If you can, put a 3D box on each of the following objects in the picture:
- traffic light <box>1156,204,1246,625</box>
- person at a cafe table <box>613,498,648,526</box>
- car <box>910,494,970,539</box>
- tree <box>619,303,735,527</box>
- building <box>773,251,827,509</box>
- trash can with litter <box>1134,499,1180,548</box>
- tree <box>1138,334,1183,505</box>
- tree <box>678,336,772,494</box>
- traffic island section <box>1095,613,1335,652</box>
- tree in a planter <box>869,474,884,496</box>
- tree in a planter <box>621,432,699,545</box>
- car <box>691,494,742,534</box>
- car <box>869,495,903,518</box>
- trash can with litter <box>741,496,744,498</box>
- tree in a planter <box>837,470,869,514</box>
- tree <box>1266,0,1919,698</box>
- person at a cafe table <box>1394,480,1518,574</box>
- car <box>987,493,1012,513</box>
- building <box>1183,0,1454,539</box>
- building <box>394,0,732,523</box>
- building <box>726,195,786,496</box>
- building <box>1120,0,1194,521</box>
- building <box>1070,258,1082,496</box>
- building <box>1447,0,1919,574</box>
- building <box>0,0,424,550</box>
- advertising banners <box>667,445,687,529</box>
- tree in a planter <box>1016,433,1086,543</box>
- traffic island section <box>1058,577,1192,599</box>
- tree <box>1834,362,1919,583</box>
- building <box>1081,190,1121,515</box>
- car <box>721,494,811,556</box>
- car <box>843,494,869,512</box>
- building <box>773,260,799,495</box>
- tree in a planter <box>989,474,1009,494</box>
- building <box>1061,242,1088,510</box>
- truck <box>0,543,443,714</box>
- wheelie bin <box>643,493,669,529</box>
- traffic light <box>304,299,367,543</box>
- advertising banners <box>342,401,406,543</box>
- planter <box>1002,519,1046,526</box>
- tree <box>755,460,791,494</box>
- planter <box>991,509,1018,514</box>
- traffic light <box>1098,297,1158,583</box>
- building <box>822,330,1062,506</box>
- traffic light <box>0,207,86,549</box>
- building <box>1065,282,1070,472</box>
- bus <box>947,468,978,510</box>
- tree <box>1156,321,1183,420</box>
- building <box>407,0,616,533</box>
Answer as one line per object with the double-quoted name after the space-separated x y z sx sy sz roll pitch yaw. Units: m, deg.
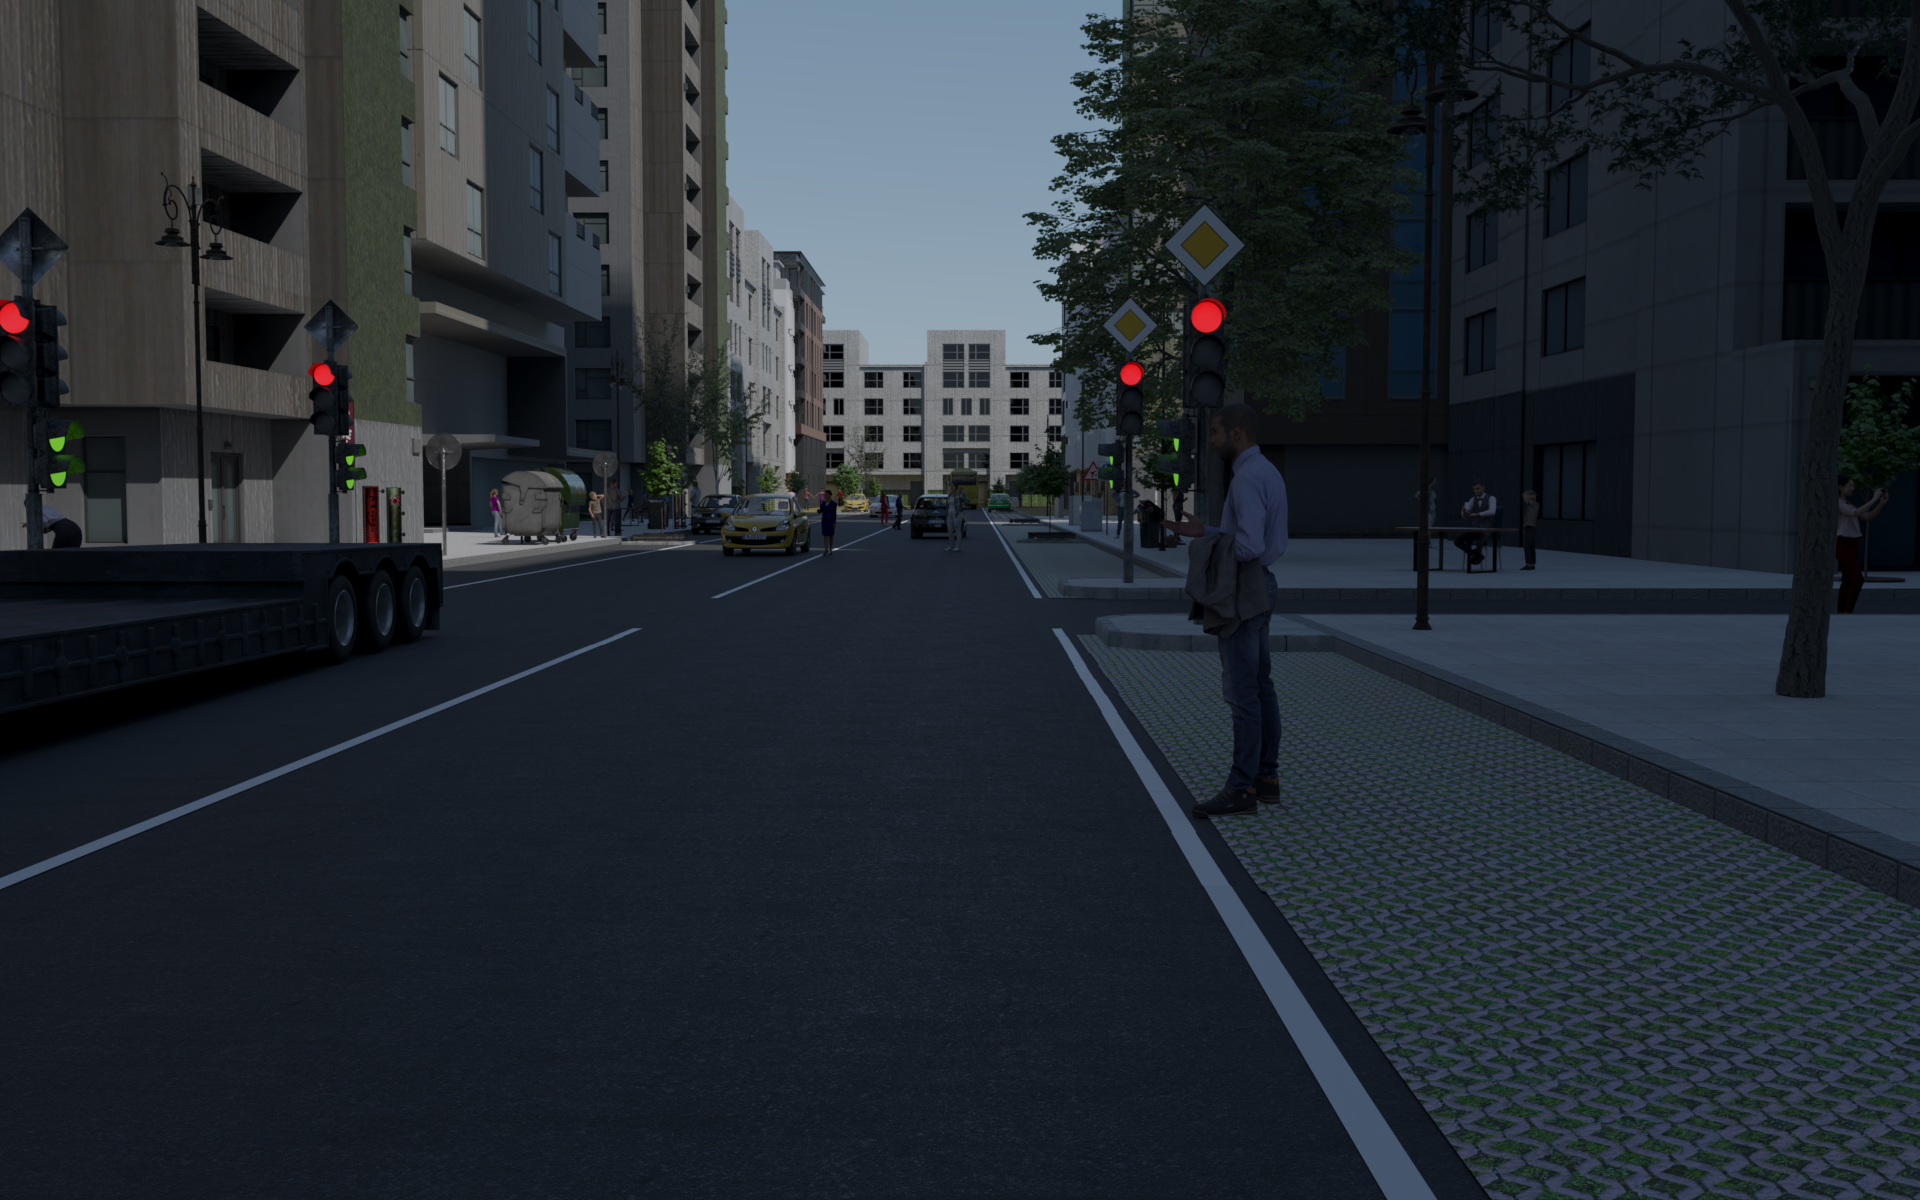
2.352 -1.714 16.946 0.839 4.253 0.868 0 4 0 "traffic light"
-13.076 -3.593 69.605 1.726 1.238 1.698 0 4 6 "person at a cafe table"
-0.680 -2.886 56.971 2.009 1.686 4.222 0 4 2 "car"
-11.220 -7.154 67.336 4.360 8.622 3.978 0 3 0 "tree"
-29.520 -19.317 159.802 32.646 21.610 27.936 0 4 0 "building"
4.691 -1.828 41.269 1.055 1.170 0.624 -2 4 -30 "trash can with litter"
9.092 -7.823 78.264 4.737 8.622 4.395 0 3 0 "tree"
-11.214 -8.003 81.208 4.737 8.622 4.395 0 3 0 "tree"
2.392 0.319 17.060 2.009 0.180 2.903 0 4 0 "traffic island section"
-7.729 -9.702 155.857 1.991 3.239 1.994 0 4 0 "tree in a planter"
-8.566 -3.209 49.692 1.991 3.239 1.994 0 4 0 "tree in a planter"
-8.645 -3.237 62.718 2.009 1.686 4.222 0 4 1 "car"
-4.546 -5.802 107.218 2.083 1.381 4.827 0 4 2 "car"
-10.821 -4.646 87.352 0.624 1.170 1.055 1 4 16 "trash can with litter"
-7.953 -7.955 127.291 1.991 3.239 1.994 0 4 0 "tree in a planter"
5.285 -4.645 10.359 8.767 10.594 7.601 0 4 7 "tree"
8.388 -1.233 28.680 1.622 1.524 1.698 -3 5 -40 "person at a cafe table"
3.047 -7.631 133.570 1.959 1.807 4.718 0 4 2 "car"
14.991 -24.758 54.901 14.600 45.320 14.200 0 4 0 "building"
-20.168 -19.561 91.523 14.160 30.474 14.107 0 4 0 "building"
-21.836 -15.290 116.448 16.747 18.905 31.486 0 4 0 "building"
15.112 -24.739 88.080 14.154 41.232 14.086 0 4 0 "building"
16.283 -16.258 122.245 16.016 20.091 11.380 0 4 0 "building"
23.590 -36.534 35.577 20.611 71.187 20.563 0 4 0 "building"
-19.991 -16.044 34.025 14.160 30.474 14.107 0 4 0 "building"
-10.355 -4.104 63.288 0.090 3.025 2.074 1 4 10 "advertising banners"
2.654 -3.281 50.870 1.991 3.239 1.994 0 4 0 "tree in a planter"
2.455 -0.169 25.044 2.009 0.180 2.903 0 4 0 "traffic island section"
13.312 -1.893 25.545 1.663 3.219 1.824 0 3 0 "tree"
16.329 -15.560 110.832 16.016 20.091 11.380 0 4 0 "building"
-4.622 -1.913 41.495 2.015 1.641 3.980 0 4 2 "car"
-8.106 -7.666 135.567 2.015 1.641 3.980 0 4 0 "car"
-21.200 -17.237 138.249 16.016 20.091 11.380 0 4 0 "building"
3.475 -9.610 154.338 1.991 3.239 1.994 0 4 0 "tree in a planter"
22.983 -19.126 156.691 27.936 21.610 32.646 0 4 0 "building"
-6.255 -1.118 8.038 2.967 4.110 18.799 0 4 -1 "truck"
-11.089 -3.386 63.274 0.980 1.594 0.693 0 4 1 "wheelie bin"
-9.046 -2.207 25.005 0.839 4.253 0.868 0 4 0 "traffic light"
-11.156 -2.241 32.824 0.090 3.025 2.074 1 4 15 "advertising banners"
2.876 -3.485 78.114 1.991 0.319 1.994 0 4 0 "planter"
-10.803 -6.371 98.759 1.663 3.219 1.824 0 3 0 "tree"
3.259 -6.489 127.228 1.991 0.319 1.994 0 4 0 "planter"
2.415 -2.202 24.931 0.839 4.253 0.868 0 4 0 "traffic light"
-3.466 -20.100 195.099 31.486 18.905 16.747 0 4 0 "building"
-9.109 -1.719 17.020 0.839 4.253 0.868 0 4 0 "traffic light"
16.324 -17.007 134.483 16.016 20.091 11.380 0 4 0 "building"
0.290 -10.459 162.550 2.896 3.916 12.252 0 4 -1 "bus"
9.476 -7.060 65.800 4.360 8.622 3.978 0 3 0 "tree"
-28.758 -28.925 62.162 28.713 52.752 27.495 0 4 0 "building"
